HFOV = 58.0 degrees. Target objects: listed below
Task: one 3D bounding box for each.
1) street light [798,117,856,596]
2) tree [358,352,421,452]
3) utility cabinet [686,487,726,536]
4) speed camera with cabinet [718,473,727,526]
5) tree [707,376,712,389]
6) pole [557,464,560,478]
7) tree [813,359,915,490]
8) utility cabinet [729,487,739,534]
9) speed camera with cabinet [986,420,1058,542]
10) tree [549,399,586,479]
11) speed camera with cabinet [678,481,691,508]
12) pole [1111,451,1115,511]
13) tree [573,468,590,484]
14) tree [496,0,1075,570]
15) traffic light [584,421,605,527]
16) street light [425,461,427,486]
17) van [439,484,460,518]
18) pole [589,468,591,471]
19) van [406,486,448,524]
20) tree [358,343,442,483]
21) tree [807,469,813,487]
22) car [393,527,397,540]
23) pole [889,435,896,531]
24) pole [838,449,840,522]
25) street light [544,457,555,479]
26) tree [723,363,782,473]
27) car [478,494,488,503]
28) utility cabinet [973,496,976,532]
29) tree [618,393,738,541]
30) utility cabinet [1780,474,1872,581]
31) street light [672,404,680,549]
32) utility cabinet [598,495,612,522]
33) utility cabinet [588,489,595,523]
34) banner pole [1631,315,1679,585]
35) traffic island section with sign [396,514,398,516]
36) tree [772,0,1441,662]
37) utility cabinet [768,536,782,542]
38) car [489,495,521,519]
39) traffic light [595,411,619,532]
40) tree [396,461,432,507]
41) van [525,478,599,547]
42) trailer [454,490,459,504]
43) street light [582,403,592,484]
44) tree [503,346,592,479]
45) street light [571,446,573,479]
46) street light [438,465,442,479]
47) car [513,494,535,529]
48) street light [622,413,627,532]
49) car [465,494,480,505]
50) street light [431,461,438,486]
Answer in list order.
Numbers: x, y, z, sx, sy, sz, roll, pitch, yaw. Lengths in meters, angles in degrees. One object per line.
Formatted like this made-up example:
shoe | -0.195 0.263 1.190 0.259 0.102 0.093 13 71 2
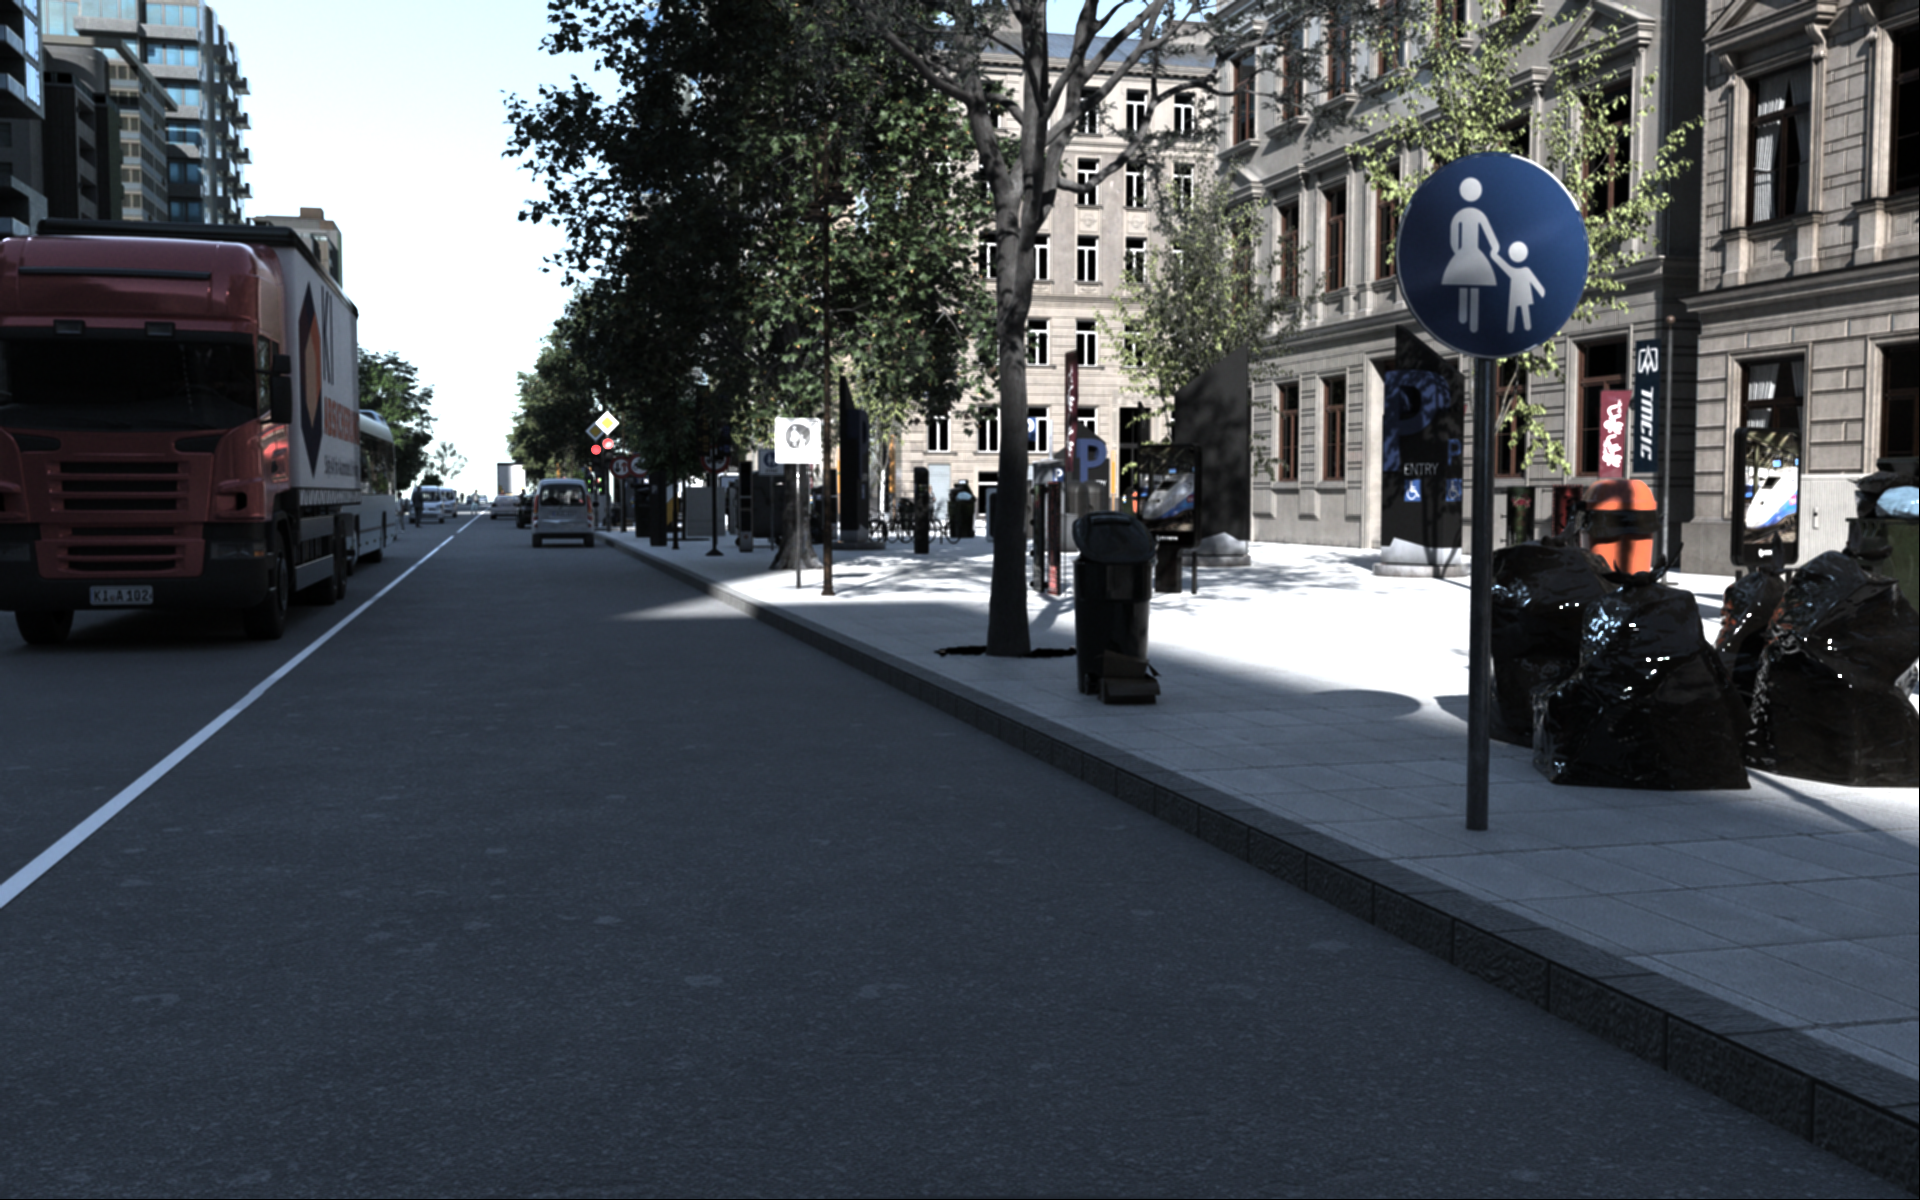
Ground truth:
street light | -1.673 -2.995 21.759 0.468 5.910 1.993 -1 4 -15
tree | -44.184 -12.395 128.419 9.928 11.665 9.643 0 3 0
utility cabinet | -7.696 -2.670 52.330 1.173 1.500 0.318 -1 4 -19
speed camera with cabinet | -9.603 -4.600 69.553 0.660 3.252 2.038 -2 4 -26
tree | -13.681 -9.143 99.847 4.737 8.622 4.395 0 3 0
pole | -26.460 -7.365 114.253 0.158 3.312 0.155 0 3 0
tree | -3.459 -7.426 71.780 4.360 8.622 3.978 0 3 0
utility cabinet | -6.716 -2.809 54.610 1.173 1.500 0.318 -3 5 -43
speed camera with cabinet | 1.716 -3.177 46.285 2.038 3.252 0.660 2 4 26
tree | -24.991 -9.833 111.132 4.360 8.622 3.978 0 3 0
speed camera with cabinet | -21.837 -8.640 135.594 0.660 3.252 2.038 0 4 6
pole | 7.221 -5.375 81.718 0.158 3.312 0.155 0 3 0
tree | -25.373 -7.454 116.480 1.663 3.219 1.824 0 3 0
tree | -2.876 -6.878 29.457 9.611 12.733 9.660 0 3 0
traffic light | -14.015 -4.751 66.604 0.839 4.253 0.868 -1 4 -15
street light | -67.242 -15.008 218.165 0.468 5.910 1.993 -1 4 -15
van | -31.812 -6.086 106.524 2.013 2.044 4.112 -1 4 -16
pole | -27.641 -8.298 129.511 0.158 3.312 0.155 0 3 0
van | -26.398 -4.815 85.736 2.013 2.044 4.112 -1 4 -16
tree | -49.308 -14.712 147.199 9.857 13.997 8.962 0 3 0
tree | -6.517 -8.233 84.971 4.360 8.622 3.978 0 3 0
car | -18.311 -2.486 53.010 2.083 1.381 4.827 -1 4 -15
pole | -2.334 -4.033 59.790 0.158 3.312 0.155 0 3 0
pole | -5.424 -5.167 78.323 0.158 3.312 0.155 0 3 0
street light | -37.046 -11.215 156.149 0.468 5.910 1.993 -1 4 -15
tree | -8.494 -7.886 79.292 4.737 8.622 4.395 0 3 0
car | -76.823 -16.292 278.379 2.014 1.417 4.499 -1 4 -16
utility cabinet | 0.287 -2.875 58.164 0.306 1.237 1.020 1 4 12
tree | -7.773 -3.940 48.126 4.285 4.588 4.351 0 3 0
utility cabinet | 9.397 -0.633 19.027 0.318 1.500 1.173 -2 4 -30
street light | -6.628 -4.122 40.185 0.468 5.910 1.993 -1 4 -15
utility cabinet | -16.313 -4.123 78.568 1.020 1.237 0.306 -3 5 -41
utility cabinet | -16.484 -4.168 76.828 0.318 1.500 1.173 -2 4 -35
banner pole | 9.860 -2.114 24.585 0.401 3.779 0.863 -2 4 -24
traffic island section with sign | -37.365 -6.333 112.165 1.989 1.847 2.006 -1 4 -15
tree | 0.466 -6.296 13.302 12.009 13.543 11.850 0 3 0
utility cabinet | -4.842 -2.280 45.953 0.318 1.500 1.173 0 4 6
car | -26.028 -5.338 99.630 2.083 1.381 4.827 -1 4 -14
traffic light | -11.990 -4.279 58.879 0.839 4.253 0.868 -1 4 -15
tree | -55.261 -11.404 170.169 4.285 4.588 4.351 0 3 0
van | -11.000 -2.503 47.941 2.013 2.044 4.112 -1 4 -13
trailer | -72.322 -14.690 247.227 1.471 1.999 3.904 -1 4 -16
street light | -17.688 -6.689 82.148 0.468 5.910 1.993 -1 4 -15
tree | -31.020 -13.125 132.728 7.486 12.596 7.792 0 3 0
street light | -22.610 -7.834 100.881 0.468 5.910 1.993 -1 4 -15
street light | -77.045 -17.290 255.472 0.468 5.910 1.993 -1 4 -15
car | -17.826 -3.876 73.164 2.009 1.686 4.222 -1 4 -16
street light | -11.396 -5.252 58.660 0.468 5.910 1.993 -1 4 -15
car | -66.154 -13.650 235.181 2.014 1.417 4.499 -1 4 -15
street light | -72.067 -16.137 236.632 0.468 5.910 1.993 -1 4 -15
